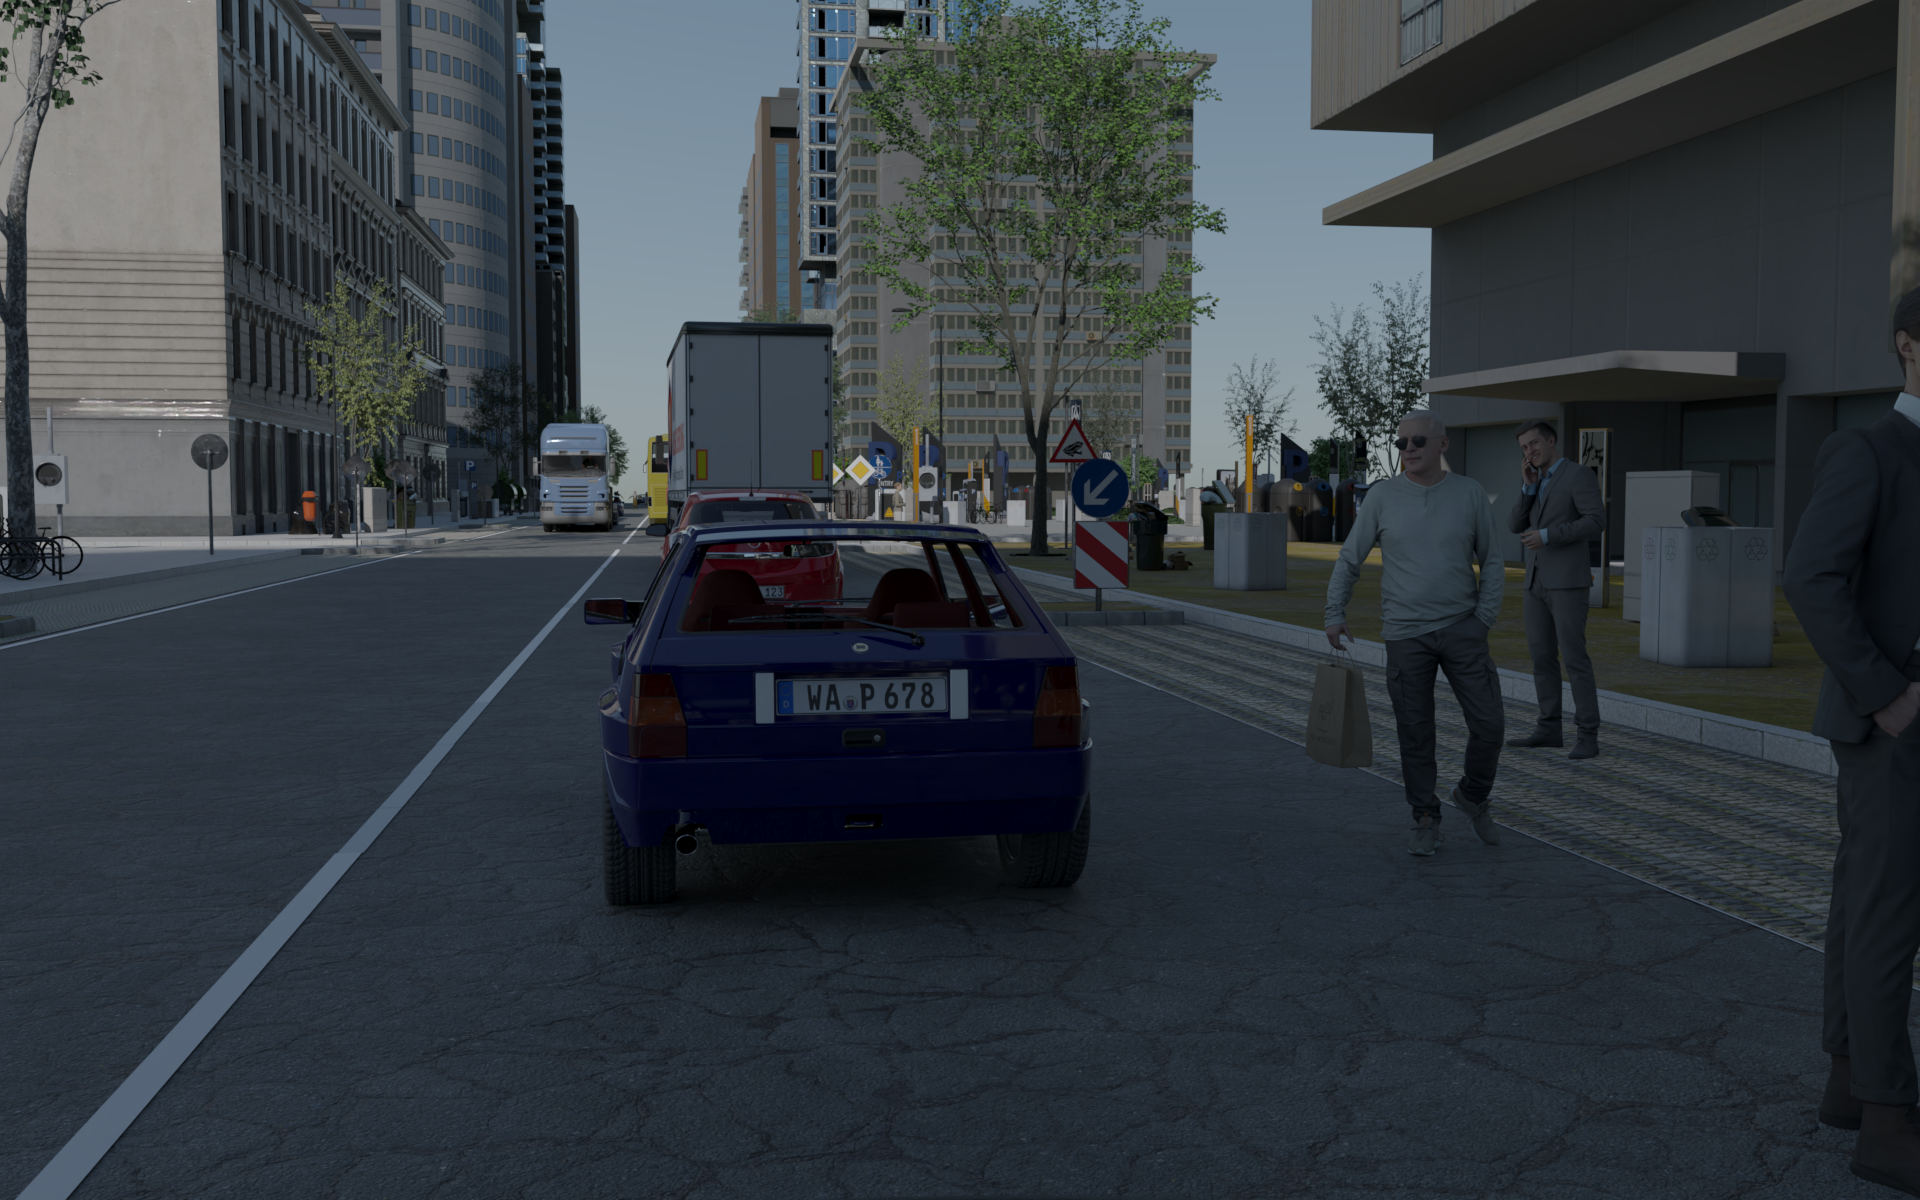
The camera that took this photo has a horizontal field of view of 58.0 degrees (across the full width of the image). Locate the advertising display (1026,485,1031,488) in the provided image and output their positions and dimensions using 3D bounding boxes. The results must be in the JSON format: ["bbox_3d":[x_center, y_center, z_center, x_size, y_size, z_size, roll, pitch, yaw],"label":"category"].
[{"bbox_3d":[4.865,-7.182,122.635,0.123,1.923,0.974,-1,4,-11],"label":"advertising display"}]

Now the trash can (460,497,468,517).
[{"bbox_3d":[-27.476,-5.130,95.530,0.748,1.137,0.748,0,3,0],"label":"trash can"}]

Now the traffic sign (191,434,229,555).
[{"bbox_3d":[-15.807,-2.227,36.510,0.768,2.556,0.104,0,4,-5],"label":"traffic sign"}]

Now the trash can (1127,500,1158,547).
[{"bbox_3d":[4.454,-1.875,42.315,0.748,1.137,0.748,0,3,0],"label":"trash can"}]

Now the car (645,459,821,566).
[{"bbox_3d":[-2.279,-0.580,18.521,2.155,1.783,4.494,-1,4,-9],"label":"car"}]

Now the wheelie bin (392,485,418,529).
[{"bbox_3d":[-20.332,-3.402,63.539,0.693,1.594,0.980,3,4,36],"label":"wheelie bin"}]

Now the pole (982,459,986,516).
[{"bbox_3d":[1.398,-6.536,100.703,0.158,3.312,0.155,0,3,0],"label":"pole"}]

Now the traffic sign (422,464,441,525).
[{"bbox_3d":[-22.114,-4.430,72.537,0.768,2.556,0.104,0,4,-5],"label":"traffic sign"}]

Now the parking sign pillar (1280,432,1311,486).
[{"bbox_3d":[14.706,-5.349,75.922,1.447,3.967,1.447,-1,4,-19],"label":"parking sign pillar"}]

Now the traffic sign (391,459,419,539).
[{"bbox_3d":[-15.988,-2.831,49.937,0.795,2.450,0.064,-1,4,-10],"label":"traffic sign"}]

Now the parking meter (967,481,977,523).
[{"bbox_3d":[0.543,-4.381,77.341,0.399,1.863,0.255,-2,4,-31],"label":"parking meter"}]

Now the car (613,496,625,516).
[{"bbox_3d":[-22.700,-6.092,112.184,1.945,1.354,3.894,-1,4,-9],"label":"car"}]

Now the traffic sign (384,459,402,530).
[{"bbox_3d":[-20.358,-3.812,62.431,0.768,2.556,0.104,0,3,0],"label":"traffic sign"}]

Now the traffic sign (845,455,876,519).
[{"bbox_3d":[-2.533,-2.473,44.080,0.795,2.450,0.064,-1,4,-10],"label":"traffic sign"}]

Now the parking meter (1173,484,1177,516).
[{"bbox_3d":[12.602,-5.825,100.950,0.255,1.863,0.399,1,4,21],"label":"parking meter"}]

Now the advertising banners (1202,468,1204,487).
[{"bbox_3d":[15.999,-7.293,115.432,0.090,3.025,2.074,1,4,22],"label":"advertising banners"}]

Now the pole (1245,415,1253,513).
[{"bbox_3d":[7.483,-3.122,44.880,0.158,3.312,0.155,0,3,0],"label":"pole"}]

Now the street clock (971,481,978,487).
[{"bbox_3d":[0.694,-5.380,92.541,0.471,2.002,0.358,-3,4,-36],"label":"street clock"}]

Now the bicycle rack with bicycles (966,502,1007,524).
[{"bbox_3d":[1.048,-3.749,74.682,2.852,0.926,2.925,-1,4,-21],"label":"bicycle rack with bicycles"}]

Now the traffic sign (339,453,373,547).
[{"bbox_3d":[-14.660,-2.350,42.063,0.795,2.450,0.064,-1,4,-10],"label":"traffic sign"}]

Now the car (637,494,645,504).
[{"bbox_3d":[-44.029,-14.130,240.811,2.009,1.686,4.222,-1,4,-9],"label":"car"}]

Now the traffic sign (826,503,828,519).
[{"bbox_3d":[-5.658,-4.498,73.646,0.768,2.556,0.104,-1,4,-9],"label":"traffic sign"}]

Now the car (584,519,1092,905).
[{"bbox_3d":[-0.648,0.311,7.498,1.945,1.354,3.894,-1,4,-10],"label":"car"}]

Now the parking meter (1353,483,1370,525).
[{"bbox_3d":[9.460,-1.982,40.811,0.372,1.533,0.369,0,3,0],"label":"parking meter"}]

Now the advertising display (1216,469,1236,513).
[{"bbox_3d":[6.924,-2.438,45.082,0.123,1.923,0.974,2,4,33],"label":"advertising display"}]

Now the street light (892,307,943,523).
[{"bbox_3d":[-1.010,-4.329,43.325,1.470,5.913,1.316,-1,4,-10],"label":"street light"}]

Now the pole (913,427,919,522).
[{"bbox_3d":[-1.346,-3.618,53.005,0.158,3.312,0.155,0,3,0],"label":"pole"}]

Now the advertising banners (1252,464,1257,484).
[{"bbox_3d":[17.214,-6.225,97.961,0.090,3.025,2.074,-3,5,-41],"label":"advertising banners"}]

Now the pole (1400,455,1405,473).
[{"bbox_3d":[15.977,-4.200,62.514,0.158,3.312,0.155,0,3,0],"label":"pole"}]

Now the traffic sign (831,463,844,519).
[{"bbox_3d":[-3.861,-2.955,51.954,0.795,2.450,0.064,-1,4,-10],"label":"traffic sign"}]

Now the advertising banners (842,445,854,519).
[{"bbox_3d":[-4.118,-4.109,63.377,0.090,3.025,2.074,0,4,7],"label":"advertising banners"}]

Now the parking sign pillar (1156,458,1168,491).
[{"bbox_3d":[15.224,-8.678,130.357,1.447,3.967,1.447,2,4,32],"label":"parking sign pillar"}]

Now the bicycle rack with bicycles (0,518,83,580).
[{"bbox_3d":[-14.780,-0.776,26.071,2.925,0.926,2.852,-2,4,-29],"label":"bicycle rack with bicycles"}]

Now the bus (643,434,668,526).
[{"bbox_3d":[-11.209,-4.753,69.252,2.896,3.916,12.252,-1,4,-10],"label":"bus"}]

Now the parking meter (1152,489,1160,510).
[{"bbox_3d":[9.244,-4.486,81.762,0.372,1.533,0.369,0,3,0],"label":"parking meter"}]

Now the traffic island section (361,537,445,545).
[{"bbox_3d":[-16.010,-1.695,49.995,2.009,0.180,2.903,-1,4,-10],"label":"traffic island section"}]

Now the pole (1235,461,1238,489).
[{"bbox_3d":[17.045,-6.911,106.830,0.158,3.312,0.155,0,3,0],"label":"pole"}]

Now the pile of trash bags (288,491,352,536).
[{"bbox_3d":[-20.389,-2.766,54.974,1.912,1.369,3.447,-1,4,-13],"label":"pile of trash bags"}]

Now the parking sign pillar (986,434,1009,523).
[{"bbox_3d":[1.859,-5.498,78.357,1.447,3.967,1.447,1,4,15],"label":"parking sign pillar"}]

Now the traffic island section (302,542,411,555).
[{"bbox_3d":[-14.682,-1.213,42.121,2.009,0.180,2.903,-1,4,-10],"label":"traffic island section"}]

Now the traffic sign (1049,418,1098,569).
[{"bbox_3d":[1.943,-1.808,29.558,0.884,2.594,0.081,0,4,-7],"label":"traffic sign"}]

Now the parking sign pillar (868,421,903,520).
[{"bbox_3d":[-2.765,-4.613,63.889,1.447,3.967,1.447,2,4,33],"label":"parking sign pillar"}]

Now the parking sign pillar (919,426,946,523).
[{"bbox_3d":[-1.121,-4.887,68.369,1.447,3.967,1.447,-3,5,-40],"label":"parking sign pillar"}]

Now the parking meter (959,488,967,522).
[{"bbox_3d":[0.135,-4.270,78.231,0.372,1.533,0.369,0,3,0],"label":"parking meter"}]

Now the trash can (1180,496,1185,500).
[{"bbox_3d":[13.416,-5.648,104.000,0.748,1.137,0.748,0,3,0],"label":"trash can"}]

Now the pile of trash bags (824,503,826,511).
[{"bbox_3d":[-10.230,-6.760,120.272,1.912,1.369,3.447,-1,4,-18],"label":"pile of trash bags"}]

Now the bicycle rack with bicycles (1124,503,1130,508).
[{"bbox_3d":[10.269,-6.514,119.888,2.852,0.926,2.925,-1,4,-23],"label":"bicycle rack with bicycles"}]

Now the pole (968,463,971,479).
[{"bbox_3d":[0.654,-7.367,114.291,0.158,3.312,0.155,0,3,0],"label":"pole"}]

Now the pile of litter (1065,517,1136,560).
[{"bbox_3d":[2.920,-1.223,33.959,1.719,0.858,1.176,0,4,3],"label":"pile of litter"}]

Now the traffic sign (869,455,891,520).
[{"bbox_3d":[-2.617,-3.442,56.375,0.768,2.556,0.104,0,4,-7],"label":"traffic sign"}]

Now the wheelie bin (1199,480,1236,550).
[{"bbox_3d":[5.890,-1.948,39.760,0.693,1.594,0.980,2,4,27],"label":"wheelie bin"}]
